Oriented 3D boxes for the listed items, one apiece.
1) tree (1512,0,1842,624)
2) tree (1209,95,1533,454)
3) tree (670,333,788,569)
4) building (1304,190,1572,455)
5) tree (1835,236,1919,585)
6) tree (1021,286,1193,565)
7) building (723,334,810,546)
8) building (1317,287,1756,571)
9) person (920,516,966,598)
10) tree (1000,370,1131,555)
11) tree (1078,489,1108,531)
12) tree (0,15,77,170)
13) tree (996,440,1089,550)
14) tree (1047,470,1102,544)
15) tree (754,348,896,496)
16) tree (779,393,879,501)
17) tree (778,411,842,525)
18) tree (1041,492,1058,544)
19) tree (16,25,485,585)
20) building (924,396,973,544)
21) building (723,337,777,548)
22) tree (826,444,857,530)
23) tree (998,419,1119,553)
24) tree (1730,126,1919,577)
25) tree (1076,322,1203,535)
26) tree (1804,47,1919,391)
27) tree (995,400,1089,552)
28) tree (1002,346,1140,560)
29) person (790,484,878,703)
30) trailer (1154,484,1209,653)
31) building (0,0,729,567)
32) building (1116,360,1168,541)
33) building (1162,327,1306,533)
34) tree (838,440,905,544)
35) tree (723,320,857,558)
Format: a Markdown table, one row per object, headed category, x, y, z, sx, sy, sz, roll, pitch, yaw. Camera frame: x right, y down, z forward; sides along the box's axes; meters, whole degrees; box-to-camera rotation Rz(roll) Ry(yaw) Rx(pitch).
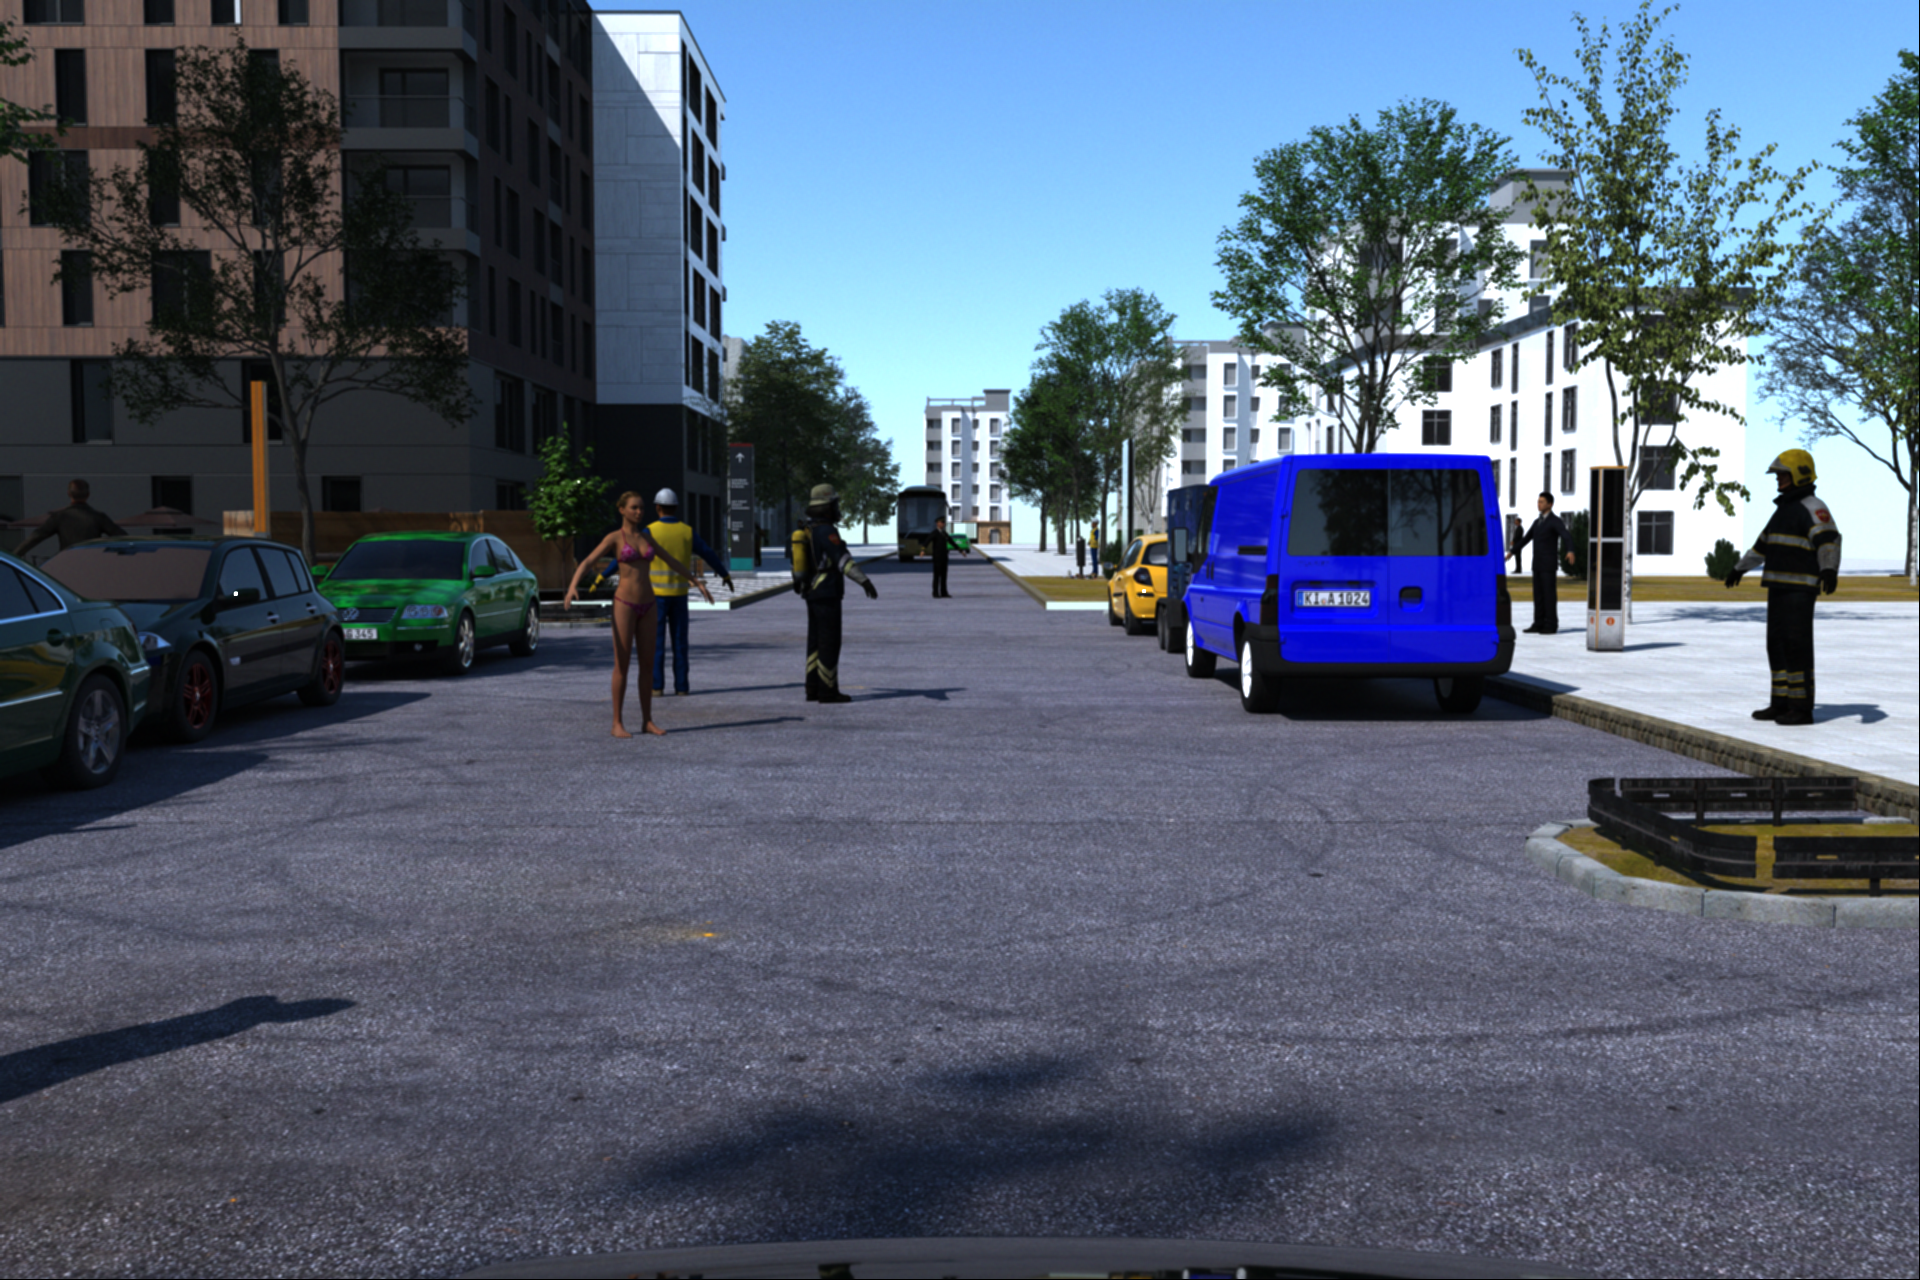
| category | x | y | z | sx | sy | sz | roll | pitch | yaw |
| --- | --- | --- | --- | --- | --- | --- | --- | --- | --- |
| tree | 9.525 | -4.514 | 24.170 | 4.737 | 8.622 | 4.395 | 0 | 3 | 0 |
| tree | 9.711 | -7.076 | 41.455 | 9.928 | 11.665 | 9.643 | 0 | 3 | 0 |
| tree | -8.980 | -6.968 | 64.296 | 4.360 | 8.622 | 3.978 | 0 | 3 | 0 |
| building | 25.616 | -15.012 | 101.873 | 16.016 | 20.090 | 11.380 | 0 | 4 | 0 |
| tree | 24.033 | -5.661 | 42.920 | 4.737 | 8.622 | 4.395 | 0 | 3 | 0 |
| tree | 6.128 | -8.975 | 72.499 | 9.928 | 11.665 | 9.643 | 0 | 3 | 0 |
| building | -25.790 | -22.546 | 199.554 | 19.493 | 23.208 | 18.063 | 0 | 4 | 0 |
| building | 22.442 | -8.005 | 73.030 | 9.099 | 9.664 | 28.070 | 0 | 3 | 0 |
| person | -0.420 | -1.867 | 38.911 | 1.347 | 1.837 | 0.705 | -3 | 5 | -42 |
| tree | 6.476 | -11.023 | 105.989 | 9.928 | 11.665 | 9.643 | 0 | 3 | 0 |
| tree | 17.576 | -17.121 | 230.295 | 4.737 | 8.622 | 4.395 | 0 | 3 | 0 |
| tree | -11.559 | -5.428 | 14.502 | 9.928 | 11.665 | 9.643 | 0 | 3 | 0 |
| tree | 6.467 | -12.260 | 134.862 | 8.767 | 10.594 | 7.601 | 1 | 4 | 21 |
| tree | 14.843 | -18.676 | 223.479 | 7.486 | 12.596 | 7.792 | 0 | 3 | 0 |
| tree | -9.323 | -12.433 | 113.642 | 12.009 | 13.543 | 11.850 | 0 | 3 | 0 |
| tree | -9.750 | -12.320 | 127.194 | 9.928 | 11.665 | 9.643 | 0 | 3 | 0 |
| tree | -8.935 | -9.158 | 100.092 | 4.360 | 8.622 | 3.978 | 0 | 3 | 0 |
| tree | 12.665 | -17.120 | 230.281 | 4.737 | 8.622 | 4.395 | 0 | 3 | 0 |
| tree | -12.370 | -5.983 | 32.230 | 7.601 | 10.594 | 8.767 | 1 | 4 | 22 |
| building | -4.509 | -22.704 | 230.083 | 11.380 | 20.090 | 16.016 | 0 | 4 | 2 |
| building | -28.092 | -18.663 | 171.597 | 16.747 | 18.905 | 31.486 | 0 | 4 | 0 |
| tree | -9.614 | -11.254 | 134.365 | 4.737 | 8.622 | 4.395 | 0 | 3 | 0 |
| tree | 6.680 | -11.041 | 114.926 | 8.767 | 10.594 | 7.601 | 0 | 4 | 3 |
| tree | 28.617 | -8.657 | 51.909 | 12.009 | 13.543 | 11.850 | 0 | 3 | 0 |
| tree | 6.755 | -6.707 | 60.020 | 4.360 | 8.622 | 3.978 | 0 | 3 | 0 |
| tree | 20.758 | -6.611 | 33.839 | 9.928 | 11.665 | 9.643 | 0 | 3 | 0 |
| tree | 5.987 | -12.107 | 123.708 | 9.928 | 11.665 | 9.643 | 0 | 3 | 0 |
| tree | 5.636 | -9.308 | 86.606 | 7.601 | 10.594 | 8.767 | -1 | 4 | -9 |
| person | -1.138 | -0.401 | 14.788 | 0.705 | 1.856 | 1.354 | -2 | 4 | -33 |
| trailer | 3.187 | -0.906 | 21.870 | 1.471 | 1.999 | 3.904 | 0 | 4 | 0 |
| building | -24.829 | -13.566 | 65.776 | 27.936 | 21.610 | 32.646 | 0 | 4 | 0 |
| building | 26.453 | -19.467 | 184.735 | 16.747 | 18.905 | 31.486 | 0 | 4 | 0 |
| building | 24.559 | -18.929 | 165.904 | 16.016 | 20.090 | 11.380 | 0 | 4 | 0 |
| tree | -12.327 | -19.635 | 227.683 | 9.857 | 13.997 | 8.962 | 0 | 3 | 0 |
| tree | -9.579 | -10.671 | 92.593 | 7.486 | 12.596 | 7.792 | 0 | 3 | 0 |
